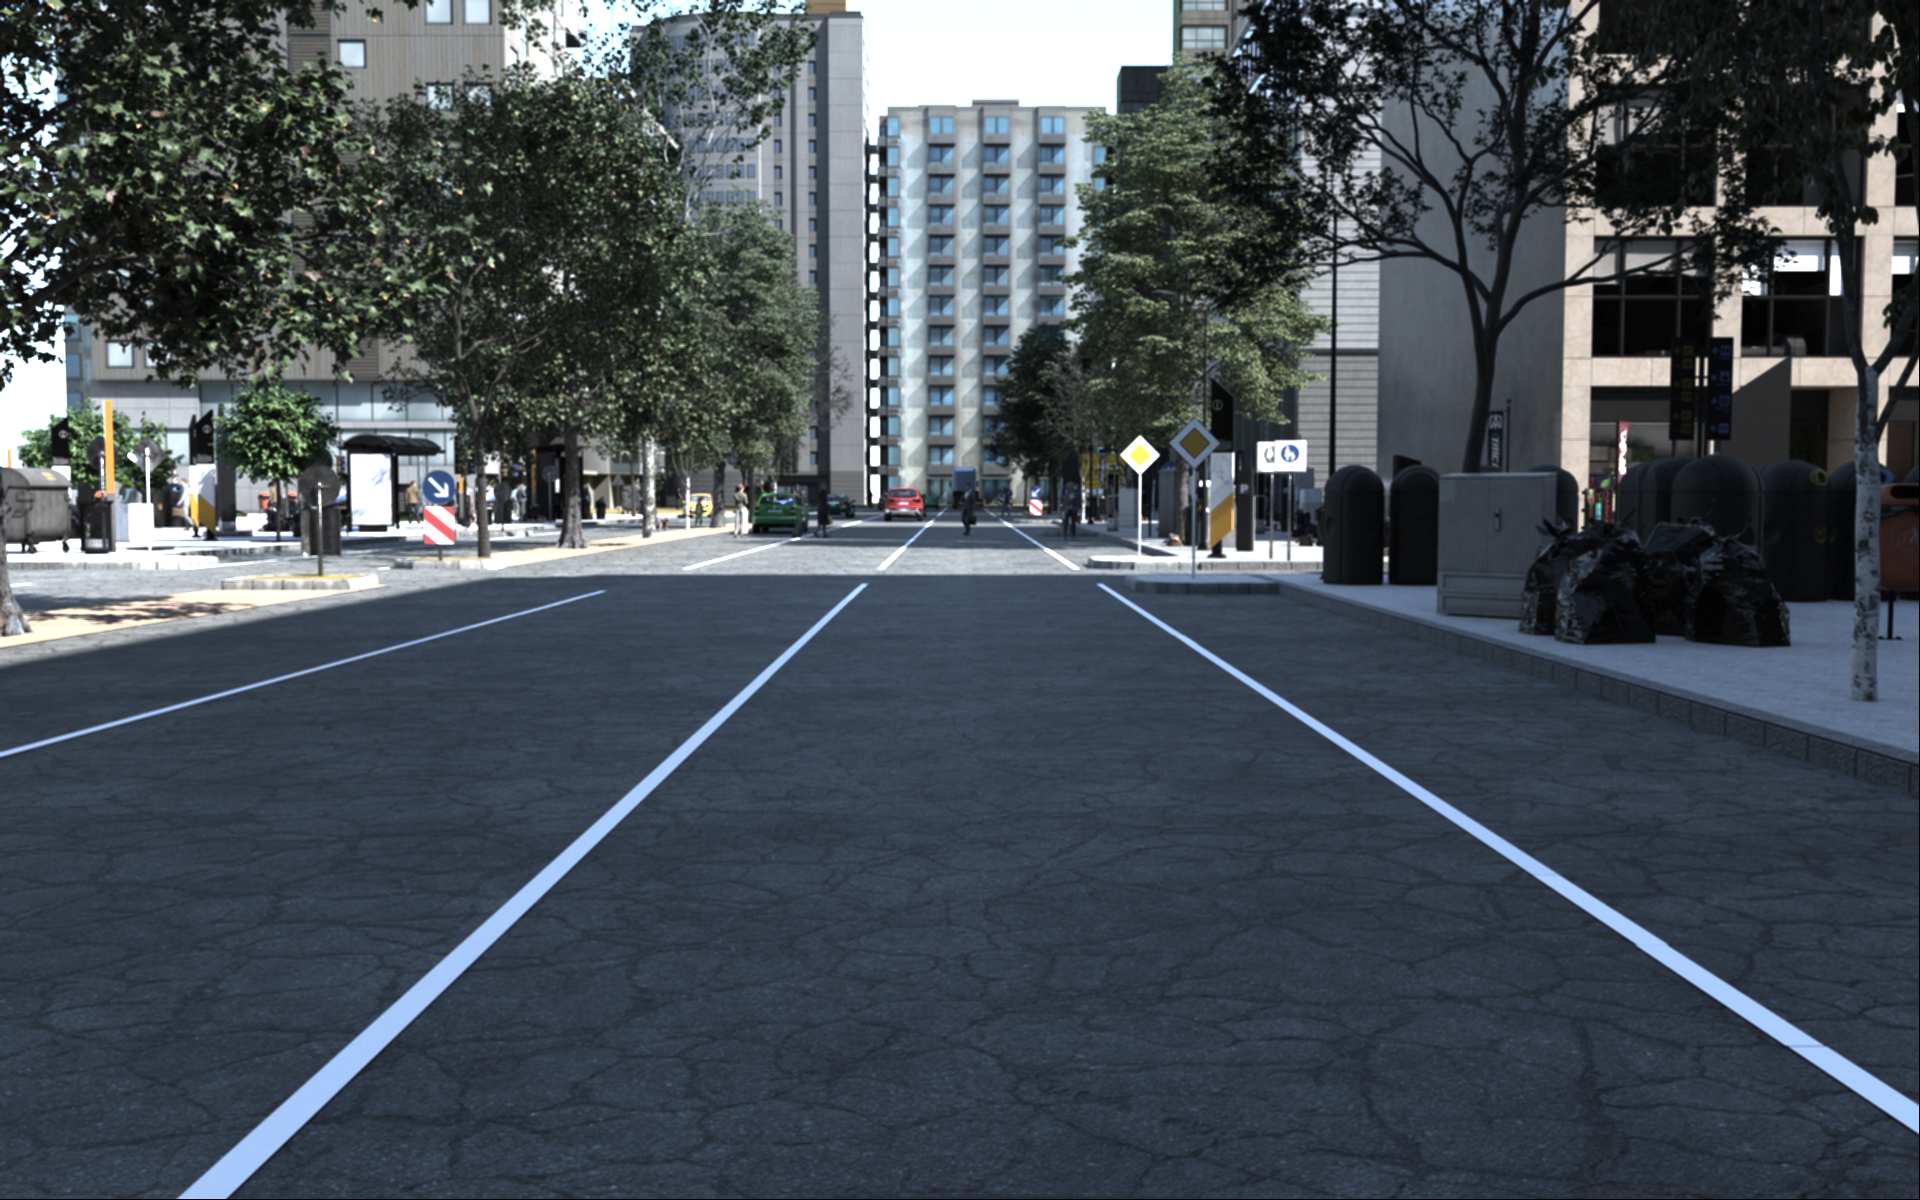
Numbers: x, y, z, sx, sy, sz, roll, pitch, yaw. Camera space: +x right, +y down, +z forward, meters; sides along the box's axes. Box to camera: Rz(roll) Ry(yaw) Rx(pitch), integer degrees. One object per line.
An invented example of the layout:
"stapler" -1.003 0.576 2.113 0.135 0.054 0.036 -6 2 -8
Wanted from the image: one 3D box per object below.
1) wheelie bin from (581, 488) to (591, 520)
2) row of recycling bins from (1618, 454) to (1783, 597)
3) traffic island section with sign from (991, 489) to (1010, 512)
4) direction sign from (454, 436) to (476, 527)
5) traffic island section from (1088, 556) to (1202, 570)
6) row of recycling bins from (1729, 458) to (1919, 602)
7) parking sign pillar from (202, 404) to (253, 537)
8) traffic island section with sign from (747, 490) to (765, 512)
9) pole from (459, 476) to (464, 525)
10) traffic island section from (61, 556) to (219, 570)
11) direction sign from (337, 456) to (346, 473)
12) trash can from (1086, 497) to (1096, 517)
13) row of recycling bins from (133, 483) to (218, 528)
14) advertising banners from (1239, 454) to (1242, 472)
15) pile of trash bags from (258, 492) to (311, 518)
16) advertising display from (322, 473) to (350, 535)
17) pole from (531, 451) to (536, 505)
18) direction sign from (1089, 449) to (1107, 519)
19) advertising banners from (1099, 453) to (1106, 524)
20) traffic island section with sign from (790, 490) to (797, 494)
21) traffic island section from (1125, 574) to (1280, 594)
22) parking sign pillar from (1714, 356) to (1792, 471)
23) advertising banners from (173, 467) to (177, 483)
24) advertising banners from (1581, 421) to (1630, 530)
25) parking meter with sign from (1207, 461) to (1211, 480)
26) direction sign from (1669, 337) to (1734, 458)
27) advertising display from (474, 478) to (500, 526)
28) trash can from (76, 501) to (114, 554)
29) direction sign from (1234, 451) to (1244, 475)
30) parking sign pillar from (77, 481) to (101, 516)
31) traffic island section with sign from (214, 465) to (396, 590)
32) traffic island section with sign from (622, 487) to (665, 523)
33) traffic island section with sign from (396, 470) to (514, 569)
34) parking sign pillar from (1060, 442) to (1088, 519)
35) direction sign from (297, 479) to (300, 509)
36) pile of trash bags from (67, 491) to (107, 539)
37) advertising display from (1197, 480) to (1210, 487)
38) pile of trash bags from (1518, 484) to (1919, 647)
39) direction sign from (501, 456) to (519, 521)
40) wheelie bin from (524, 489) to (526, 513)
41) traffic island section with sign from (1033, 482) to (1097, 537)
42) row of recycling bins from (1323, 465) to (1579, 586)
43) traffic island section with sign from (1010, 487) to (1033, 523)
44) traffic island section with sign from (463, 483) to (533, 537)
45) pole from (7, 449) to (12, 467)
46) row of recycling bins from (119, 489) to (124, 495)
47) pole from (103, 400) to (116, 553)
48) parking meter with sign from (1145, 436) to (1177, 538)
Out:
"wheelie bin" -18.953 -4.833 86.925 0.980 1.594 0.693 1 4 19
"row of recycling bins" 8.047 -0.747 19.323 1.069 1.692 3.534 1 4 10
"traffic island section with sign" 3.677 -7.794 136.067 1.989 1.847 2.006 0 3 0
"direction sign" -19.260 -4.614 67.433 0.876 3.537 0.379 1 4 12
"traffic island section" 3.588 -0.731 34.241 2.009 0.180 2.903 0 3 0
"row of recycling bins" 11.343 -0.846 20.948 3.534 1.692 1.069 0 4 0
"parking sign pillar" -22.193 -3.908 52.361 1.447 3.967 1.447 -2 4 -27
"traffic island section with sign" -15.640 -7.792 136.021 1.989 1.847 2.006 0 3 0
"pole" -20.638 -4.758 71.642 0.158 3.312 0.155 0 3 0
"traffic island section" -16.053 -0.733 34.262 2.009 0.180 2.903 0 3 0
"direction sign" -36.933 -6.816 103.435 0.379 3.537 0.876 1 4 12
"trash can" 7.370 -5.223 97.042 0.748 1.137 0.748 0 3 0
"row of recycling bins" -29.872 -3.651 66.809 1.069 1.692 3.534 3 5 43
"advertising banners" 12.115 -4.888 76.103 0.090 3.025 2.074 0 4 -4
"pile of trash bags" -35.980 -5.023 91.879 3.447 1.369 1.912 2 4 28
"advertising display" -19.495 -2.980 53.936 0.974 1.923 0.123 0 4 6
"pole" -19.534 -5.231 79.368 0.158 3.312 0.155 0 3 0
"direction sign" 6.923 -5.836 87.422 0.876 3.537 0.379 -1 4 -20
"advertising banners" 6.535 -4.773 74.232 0.090 3.025 2.074 -2 4 -29
"traffic island section with sign" -15.624 -9.440 162.976 1.989 1.847 2.006 0 3 0
"traffic island section" 3.581 -0.243 26.256 2.009 0.180 2.903 0 3 0
"parking sign pillar" 15.571 -2.791 34.100 1.447 3.967 1.447 0 4 5
"advertising banners" -49.170 -6.818 107.661 0.090 3.025 2.074 0 4 5
"advertising banners" 15.308 -2.741 41.009 2.074 3.025 0.090 -3 5 -41
"parking meter with sign" 12.905 -5.772 90.632 0.543 3.016 1.738 2 4 35
"direction sign" 10.715 -2.025 25.100 0.876 3.537 0.379 0 4 1
"advertising display" -19.238 -3.992 70.476 0.974 1.923 0.123 -2 4 -30
"trash can" -18.474 -1.552 37.031 0.748 1.137 0.748 0 3 0
"direction sign" 14.419 -6.049 90.900 0.876 3.537 0.379 0 4 6
"parking sign pillar" -46.601 -6.424 93.497 1.447 3.967 1.447 -2 4 -35
"traffic island section with sign" -10.019 -1.123 26.505 2.006 1.907 1.989 0 3 0
"traffic island section with sign" -15.679 -4.747 86.246 1.989 1.847 2.006 0 3 0
"traffic island section with sign" -10.003 -1.577 33.913 2.006 1.907 1.989 0 3 0
"parking sign pillar" 5.970 -6.258 90.785 1.447 3.967 1.447 -3 5 -42
"direction sign" -29.603 -5.228 77.482 0.379 3.537 0.876 2 4 25
"pile of trash bags" -25.398 -2.499 50.608 1.912 1.369 3.447 -1 4 -15
"advertising display" 10.957 -4.438 77.780 0.123 1.923 0.974 3 5 40
"pile of trash bags" 6.799 -0.342 15.341 3.447 1.369 1.912 1 4 12
"direction sign" -21.580 -5.569 83.044 0.876 3.537 0.379 -2 4 -35
"wheelie bin" -22.866 -5.160 92.276 0.980 1.594 0.693 1 4 12
"traffic island section with sign" 3.622 -3.071 58.839 1.989 1.847 2.006 0 3 0
"row of recycling bins" 6.982 -1.072 24.639 3.534 1.692 1.069 0 4 2
"traffic island section with sign" 3.636 -4.747 86.248 1.989 1.847 2.006 0 3 0
"traffic island section with sign" -15.706 -3.088 59.116 1.989 1.847 2.006 0 3 0
"pole" -42.820 -5.153 78.094 0.158 3.312 0.155 0 3 0
"row of recycling bins" -44.522 -5.277 93.390 1.069 1.692 3.534 -1 4 -10
"pole" -18.567 -2.690 37.825 0.158 3.312 0.155 0 3 0
"parking meter with sign" 6.237 -3.358 51.172 0.543 3.016 1.738 -3 5 -42
